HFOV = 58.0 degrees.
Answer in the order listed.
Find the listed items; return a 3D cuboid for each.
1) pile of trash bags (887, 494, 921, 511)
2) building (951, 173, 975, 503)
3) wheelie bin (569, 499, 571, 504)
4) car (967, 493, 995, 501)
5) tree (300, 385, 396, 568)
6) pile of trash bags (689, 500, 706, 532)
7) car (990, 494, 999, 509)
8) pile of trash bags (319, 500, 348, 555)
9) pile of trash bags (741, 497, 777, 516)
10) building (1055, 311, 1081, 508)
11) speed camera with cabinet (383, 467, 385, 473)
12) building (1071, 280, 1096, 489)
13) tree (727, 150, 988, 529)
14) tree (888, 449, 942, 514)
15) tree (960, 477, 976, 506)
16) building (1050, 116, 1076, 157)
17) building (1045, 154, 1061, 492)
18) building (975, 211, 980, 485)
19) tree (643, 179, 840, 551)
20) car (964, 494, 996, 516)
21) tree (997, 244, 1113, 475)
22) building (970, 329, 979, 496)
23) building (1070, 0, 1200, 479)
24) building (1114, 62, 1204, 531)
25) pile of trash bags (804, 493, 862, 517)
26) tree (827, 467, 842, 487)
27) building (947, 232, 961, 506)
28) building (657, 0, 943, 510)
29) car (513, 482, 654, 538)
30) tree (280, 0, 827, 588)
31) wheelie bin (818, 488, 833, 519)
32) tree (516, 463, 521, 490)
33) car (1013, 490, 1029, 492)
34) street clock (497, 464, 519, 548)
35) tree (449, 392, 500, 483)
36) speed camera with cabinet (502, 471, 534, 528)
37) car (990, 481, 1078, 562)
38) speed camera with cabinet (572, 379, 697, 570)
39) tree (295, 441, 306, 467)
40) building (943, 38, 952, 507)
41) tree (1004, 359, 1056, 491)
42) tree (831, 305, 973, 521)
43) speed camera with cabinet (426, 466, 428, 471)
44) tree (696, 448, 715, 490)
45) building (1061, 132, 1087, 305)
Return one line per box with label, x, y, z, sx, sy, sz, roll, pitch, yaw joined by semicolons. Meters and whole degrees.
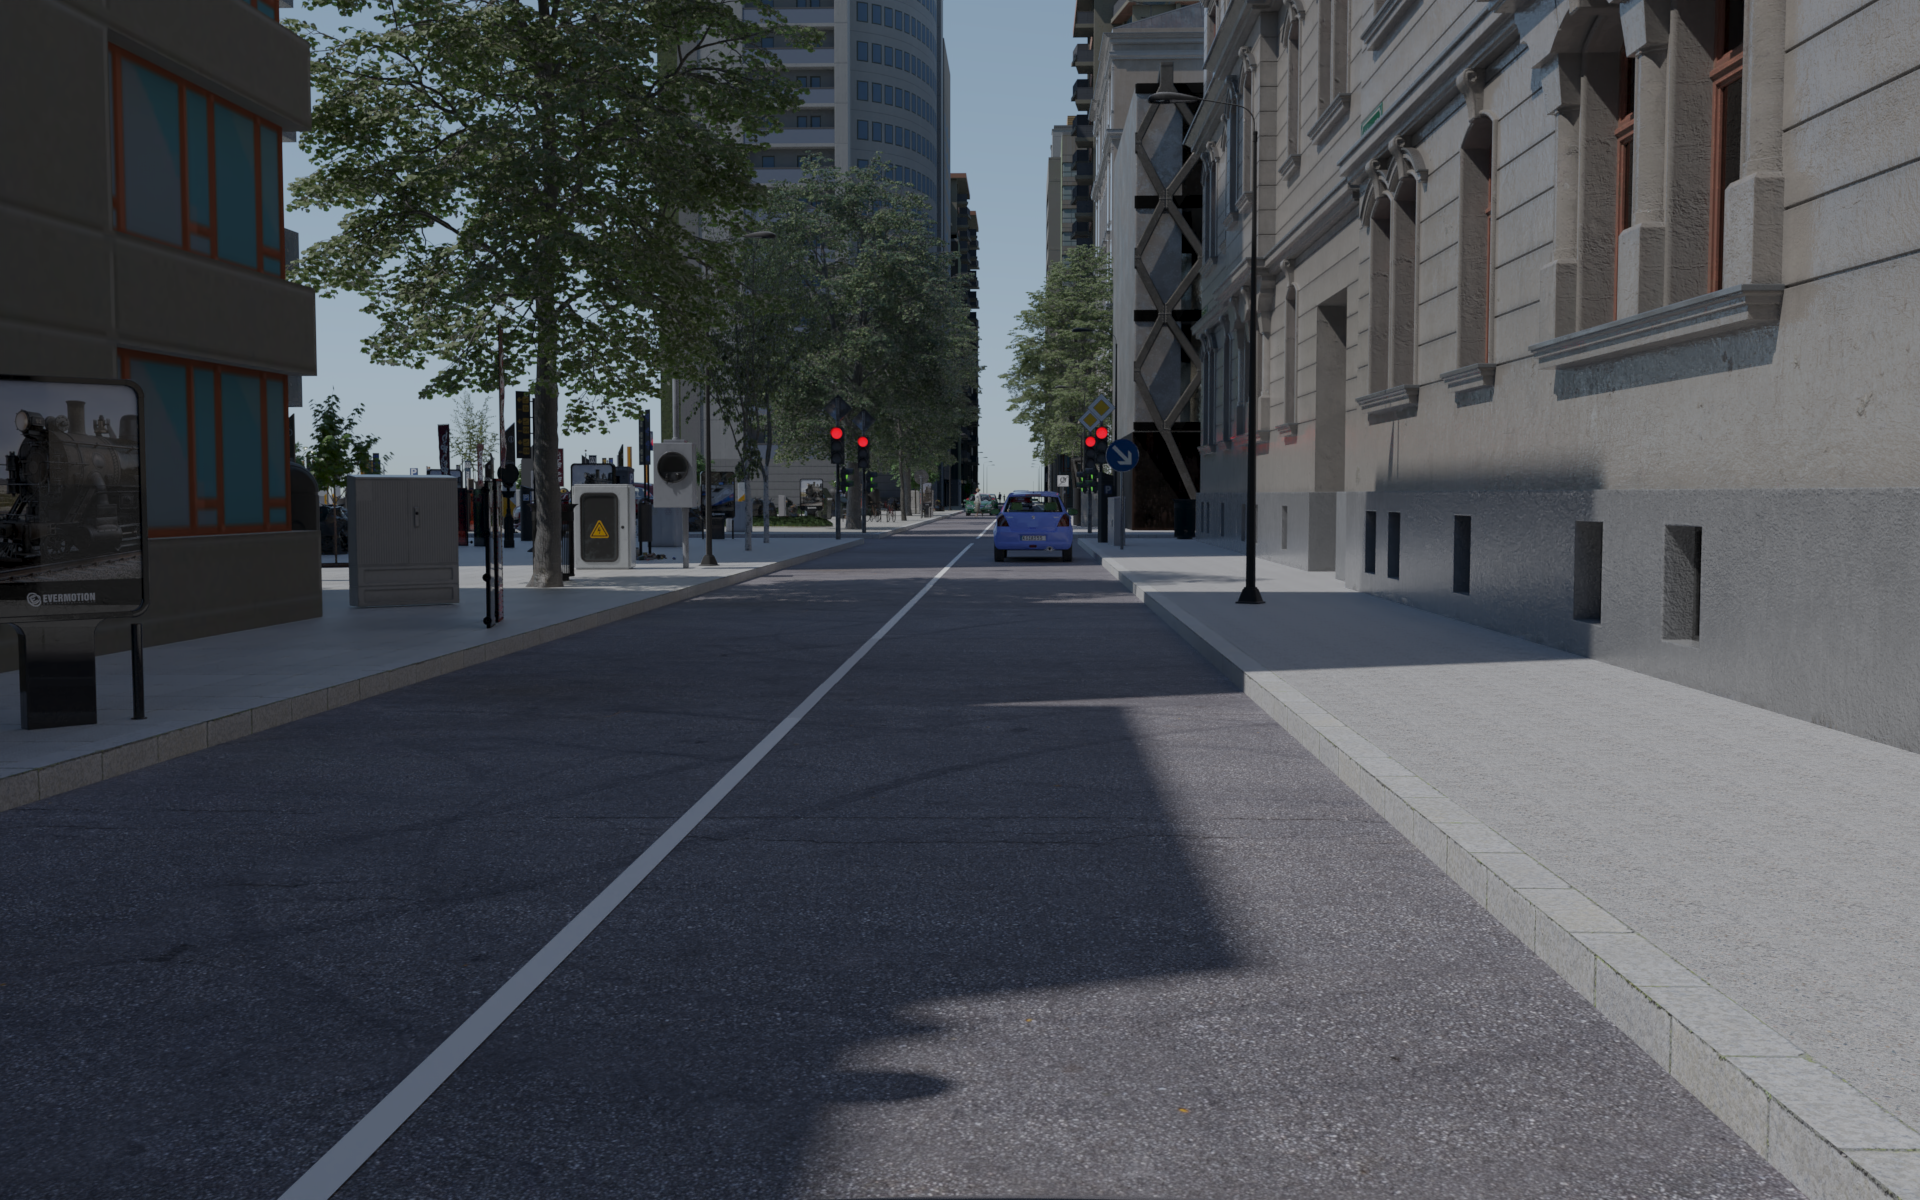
pile of trash bags;-3.911;-7.310;129.272;3.447;1.369;1.912;2;4;30
building;-9.794;-35.233;230.678;22.147;44.769;28.867;0;4;2
wheelie bin;-9.035;-2.090;42.081;0.980;1.594;0.693;0;4;-1
car;1.585;-7.340;129.050;2.155;1.783;4.494;0;4;3
tree;-11.061;-2.191;30.431;1.663;3.219;1.824;0;3;0
pile of trash bags;-10.516;-3.315;63.956;3.447;1.369;1.912;3;4;37
car;2.511;-8.850;153.485;1.959;1.807;4.718;0;4;1
pile of trash bags;-13.971;-1.658;36.865;1.912;1.369;3.447;3;5;40
pile of trash bags;-12.478;-5.576;100.919;3.447;1.369;1.912;-2;4;-33
building;23.855;-20.326;177.369;27.650;21.520;28.899;0;4;2
speed camera with cabinet;-40.798;-7.777;121.496;0.660;3.252;2.038;2;4;30
building;16.237;-15.572;122.048;16.820;18.784;16.811;0;4;2
tree;-3.995;-9.582;63.329;9.857;13.997;8.962;0;3;0
tree;-2.878;-7.799;111.227;4.285;4.588;4.351;0;3;0
tree;1.020;-12.206;194.166;1.663;3.219;1.824;0;3;0
building;24.904;-44.876;275.715;21.231;58.520;28.212;0;4;2
building;22.518;-37.480;236.498;21.300;48.544;21.600;0;4;2
building;-8.289;-37.039;260.206;22.147;44.769;28.867;0;4;2
tree;-5.003;-5.416;38.907;4.360;8.622;3.978;0;3;0
car;1.329;-6.324;115.201;2.131;1.459;4.920;0;4;2
tree;5.415;-9.870;79.510;7.486;12.596;7.792;0;3;0
building;-4.200;-31.208;281.956;14.160;30.474;14.107;0;4;2
building;20.610;-30.117;147.030;22.147;44.769;28.867;0;4;2
building;14.582;-12.090;65.124;16.811;18.784;16.820;0;4;2
pile of trash bags;-7.170;-5.398;98.007;3.447;1.369;1.912;0;4;4
tree;-8.342;-7.878;123.412;1.663;3.219;1.824;0;3;0
building;-7.143;-26.066;197.886;14.160;30.474;14.107;0;4;2
building;-12.538;-36.947;146.078;21.231;58.520;28.212;0;4;2
car;-11.272;-2.771;53.971;5.304;1.827;2.281;0;4;3
tree;-5.737;-6.475;23.989;7.486;12.596;7.792;0;3;0
wheelie bin;-6.878;-4.864;87.427;0.693;1.594;0.980;1;4;22
tree;-25.098;-6.418;99.536;1.663;3.219;1.824;0;3;0
car;5.608;-9.146;158.204;2.281;1.827;5.304;0;4;3
street clock;-10.751;-2.243;41.245;0.358;2.002;0.471;3;5;43
tree;-34.324;-10.530;122.531;4.737;8.622;4.395;0;3;0
speed camera with cabinet;-16.413;-4.318;64.938;2.038;3.252;0.660;0;4;-7
car;1.620;-1.732;37.904;1.945;1.707;3.694;0;4;3
speed camera with cabinet;-5.553;-2.154;29.560;2.038;3.252;0.660;0;4;-1
tree;-35.231;-6.452;89.209;4.285;4.588;4.351;0;3;0
building;-8.106;-31.698;168.373;14.600;45.320;14.200;0;4;2
tree;12.737;-22.108;217.352;12.611;20.169;13.585;0;3;0
tree;-3.025;-9.070;82.712;7.601;10.594;8.767;-1;4;-10
speed camera with cabinet;-37.460;-7.757;121.158;0.660;3.252;2.038;1;4;13
tree;-16.670;-7.436;105.299;4.285;4.588;4.351;0;3;0
building;18.502;-31.488;198.426;14.154;41.232;14.086;0;4;2
